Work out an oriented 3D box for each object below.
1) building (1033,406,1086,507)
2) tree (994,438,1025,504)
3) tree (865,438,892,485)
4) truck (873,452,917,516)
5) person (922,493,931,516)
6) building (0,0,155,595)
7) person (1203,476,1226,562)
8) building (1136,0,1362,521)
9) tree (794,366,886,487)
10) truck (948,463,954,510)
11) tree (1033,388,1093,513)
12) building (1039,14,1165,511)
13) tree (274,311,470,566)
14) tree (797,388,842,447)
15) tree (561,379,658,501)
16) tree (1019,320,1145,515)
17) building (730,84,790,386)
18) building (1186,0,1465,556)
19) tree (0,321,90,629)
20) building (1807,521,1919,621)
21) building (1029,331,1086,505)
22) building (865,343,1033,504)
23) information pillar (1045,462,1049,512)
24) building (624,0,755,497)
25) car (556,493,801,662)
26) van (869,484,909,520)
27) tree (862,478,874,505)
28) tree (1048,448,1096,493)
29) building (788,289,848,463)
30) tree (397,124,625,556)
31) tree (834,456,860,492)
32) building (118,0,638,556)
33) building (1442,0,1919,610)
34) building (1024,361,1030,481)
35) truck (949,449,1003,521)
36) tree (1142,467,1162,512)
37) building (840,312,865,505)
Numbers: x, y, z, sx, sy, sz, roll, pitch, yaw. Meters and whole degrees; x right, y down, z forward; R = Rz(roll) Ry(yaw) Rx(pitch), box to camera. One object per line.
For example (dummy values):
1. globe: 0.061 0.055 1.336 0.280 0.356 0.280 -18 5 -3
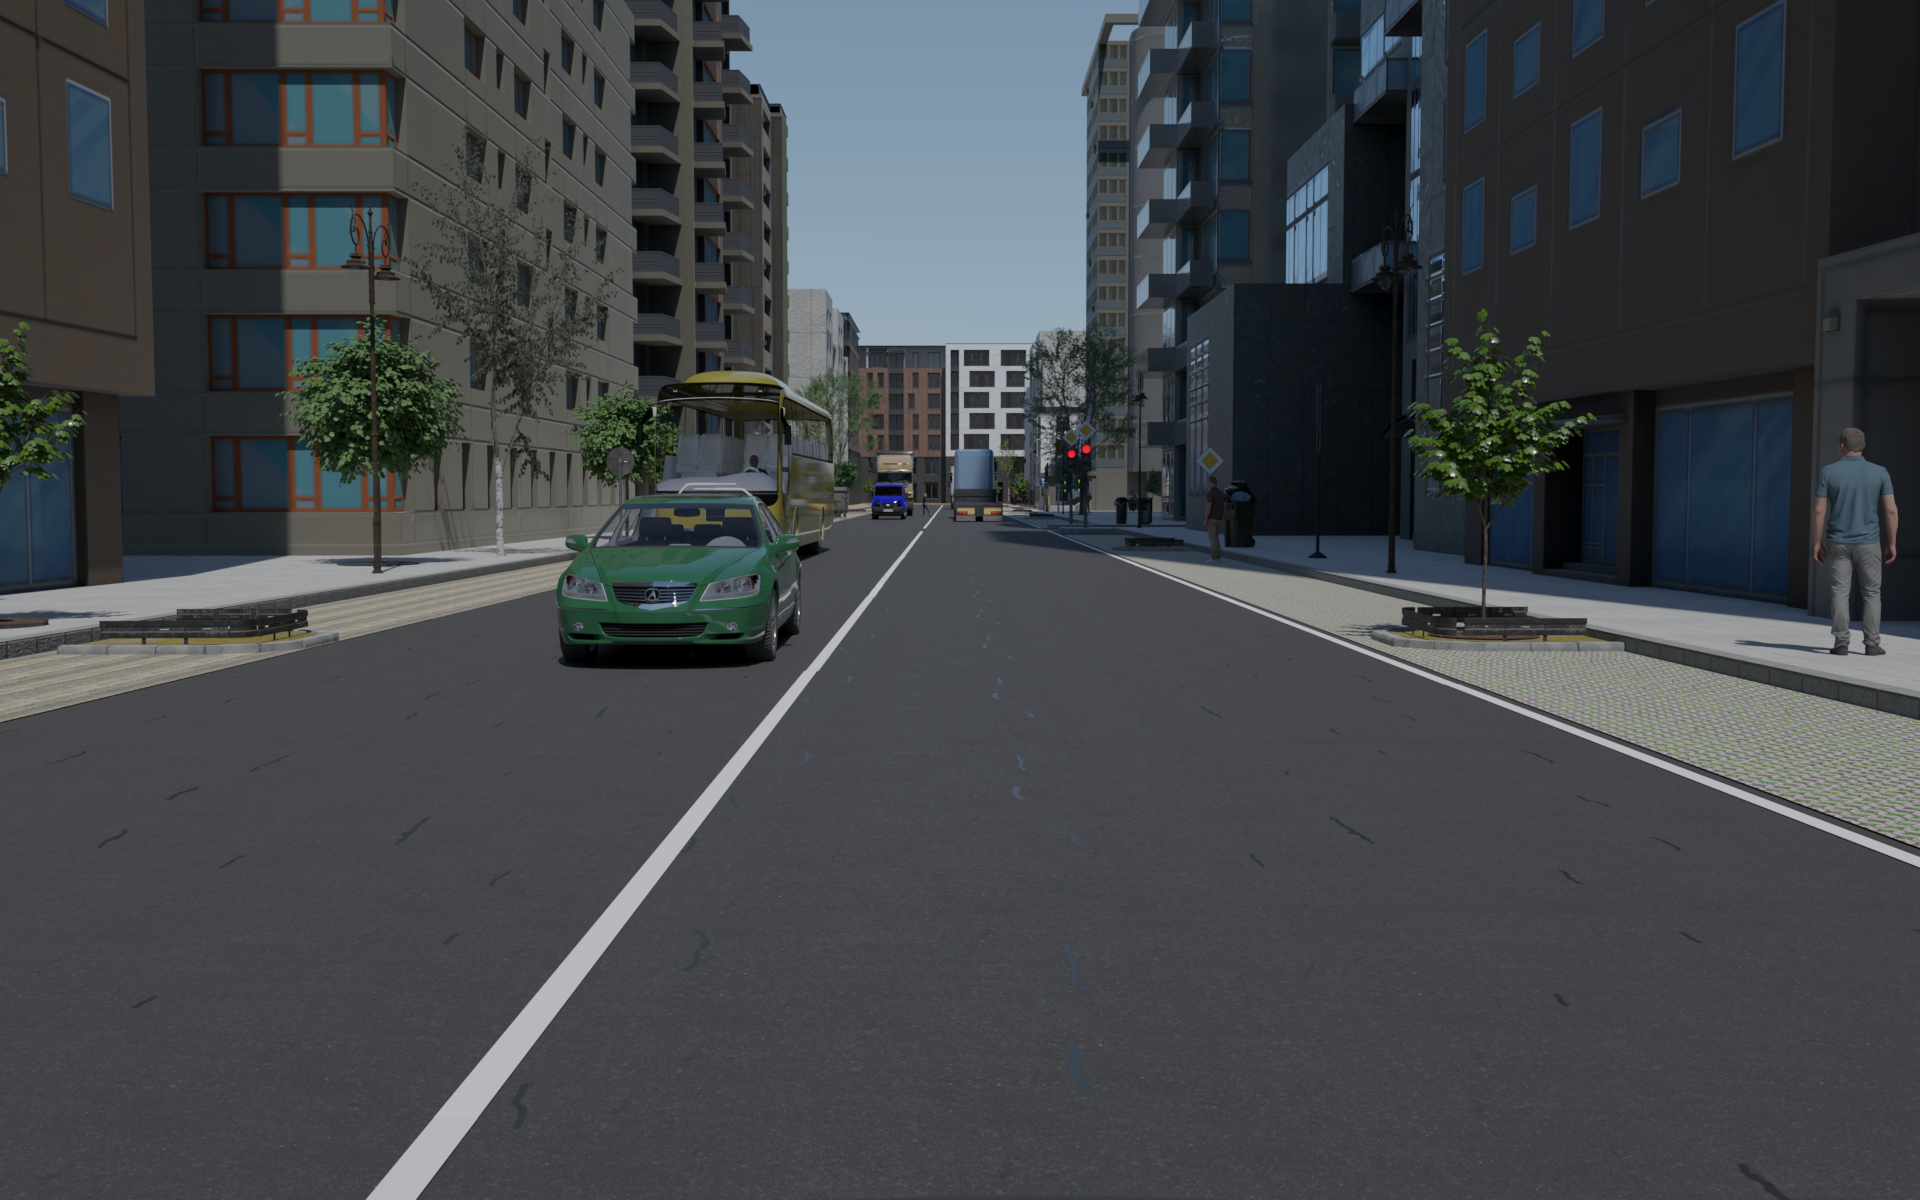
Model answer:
1. building: 12.185 -13.712 166.333 9.099 9.664 28.070 0 4 0
2. tree: 6.599 -16.862 226.052 4.737 8.622 4.395 0 3 0
3. tree: -10.358 -16.609 221.916 4.360 8.622 3.978 0 3 0
4. truck: -4.362 -7.837 117.052 2.839 4.237 11.283 0 4 -2
5. person: -2.198 -6.169 111.905 0.613 1.512 0.480 -1 4 -13
6. building: -18.584 -22.432 16.879 14.600 45.320 14.200 0 4 0
7. person: 5.316 -1.695 36.338 0.598 1.807 0.434 -2 4 -35
8. building: 24.090 -28.507 85.700 30.456 49.044 23.786 0 4 0
9. tree: -10.069 -13.091 139.795 9.928 11.665 9.643 0 3 0
10. truck: 0.330 -10.665 163.283 2.839 4.237 11.283 0 4 -1
11. tree: 6.725 -10.151 116.337 4.360 8.622 3.978 0 3 0
12. building: 22.699 -27.196 136.533 32.217 40.220 23.993 0 4 0
13. tree: -10.647 -2.911 31.313 4.285 4.588 4.351 0 3 0
14. tree: -10.284 -10.391 120.258 4.737 8.622 4.395 0 3 0
15. tree: -9.626 -4.024 49.511 4.285 4.588 4.351 0 3 0
16. tree: 7.352 -10.963 104.996 9.928 11.665 9.643 0 3 0
17. building: -19.751 -21.456 122.508 14.160 30.474 14.107 0 4 0
18. building: 19.550 -44.835 45.729 22.319 86.520 31.000 0 4 0
19. tree: -9.294 -1.355 16.750 1.663 3.219 1.824 0 3 0
20. building: 19.196 -34.717 5.874 20.563 71.187 20.611 0 4 0
21. building: 16.938 -20.160 196.076 16.747 18.905 31.486 0 4 0
22. building: -4.184 -24.738 248.442 32.646 21.610 27.936 0 4 0
23. information pillar: 6.309 -8.245 126.156 0.183 3.616 0.504 2 4 28
24. building: -22.961 -26.789 92.623 22.147 44.769 28.867 0 4 0
25. car: -2.522 -0.278 16.337 2.131 1.459 4.920 0 4 -1
26. van: -4.020 -5.773 98.768 2.240 2.365 5.245 0 4 0
27. tree: -10.898 -12.946 206.262 1.663 3.219 1.824 0 3 0
28. tree: 7.834 -8.442 121.742 4.285 4.588 4.351 0 3 0
29. building: -19.993 -18.266 165.105 16.747 18.905 31.486 0 4 0
30. tree: -9.243 -5.206 35.489 4.360 8.622 3.978 0 3 0
31. tree: -10.035 -9.997 147.170 4.285 4.588 4.351 0 3 0
32. building: -26.141 -12.481 49.107 28.899 21.520 27.650 0 4 0
33. building: 15.918 -22.869 24.020 14.600 45.320 14.200 0 4 0
34. building: 16.183 -22.080 217.428 16.016 20.091 11.380 0 4 0
35. truck: 0.901 -6.614 97.900 2.967 4.110 18.799 0 4 -1
36. tree: 13.863 -7.889 123.582 1.663 3.219 1.824 0 3 0
37. building: -28.811 -22.295 208.504 32.646 21.610 27.936 0 4 0
